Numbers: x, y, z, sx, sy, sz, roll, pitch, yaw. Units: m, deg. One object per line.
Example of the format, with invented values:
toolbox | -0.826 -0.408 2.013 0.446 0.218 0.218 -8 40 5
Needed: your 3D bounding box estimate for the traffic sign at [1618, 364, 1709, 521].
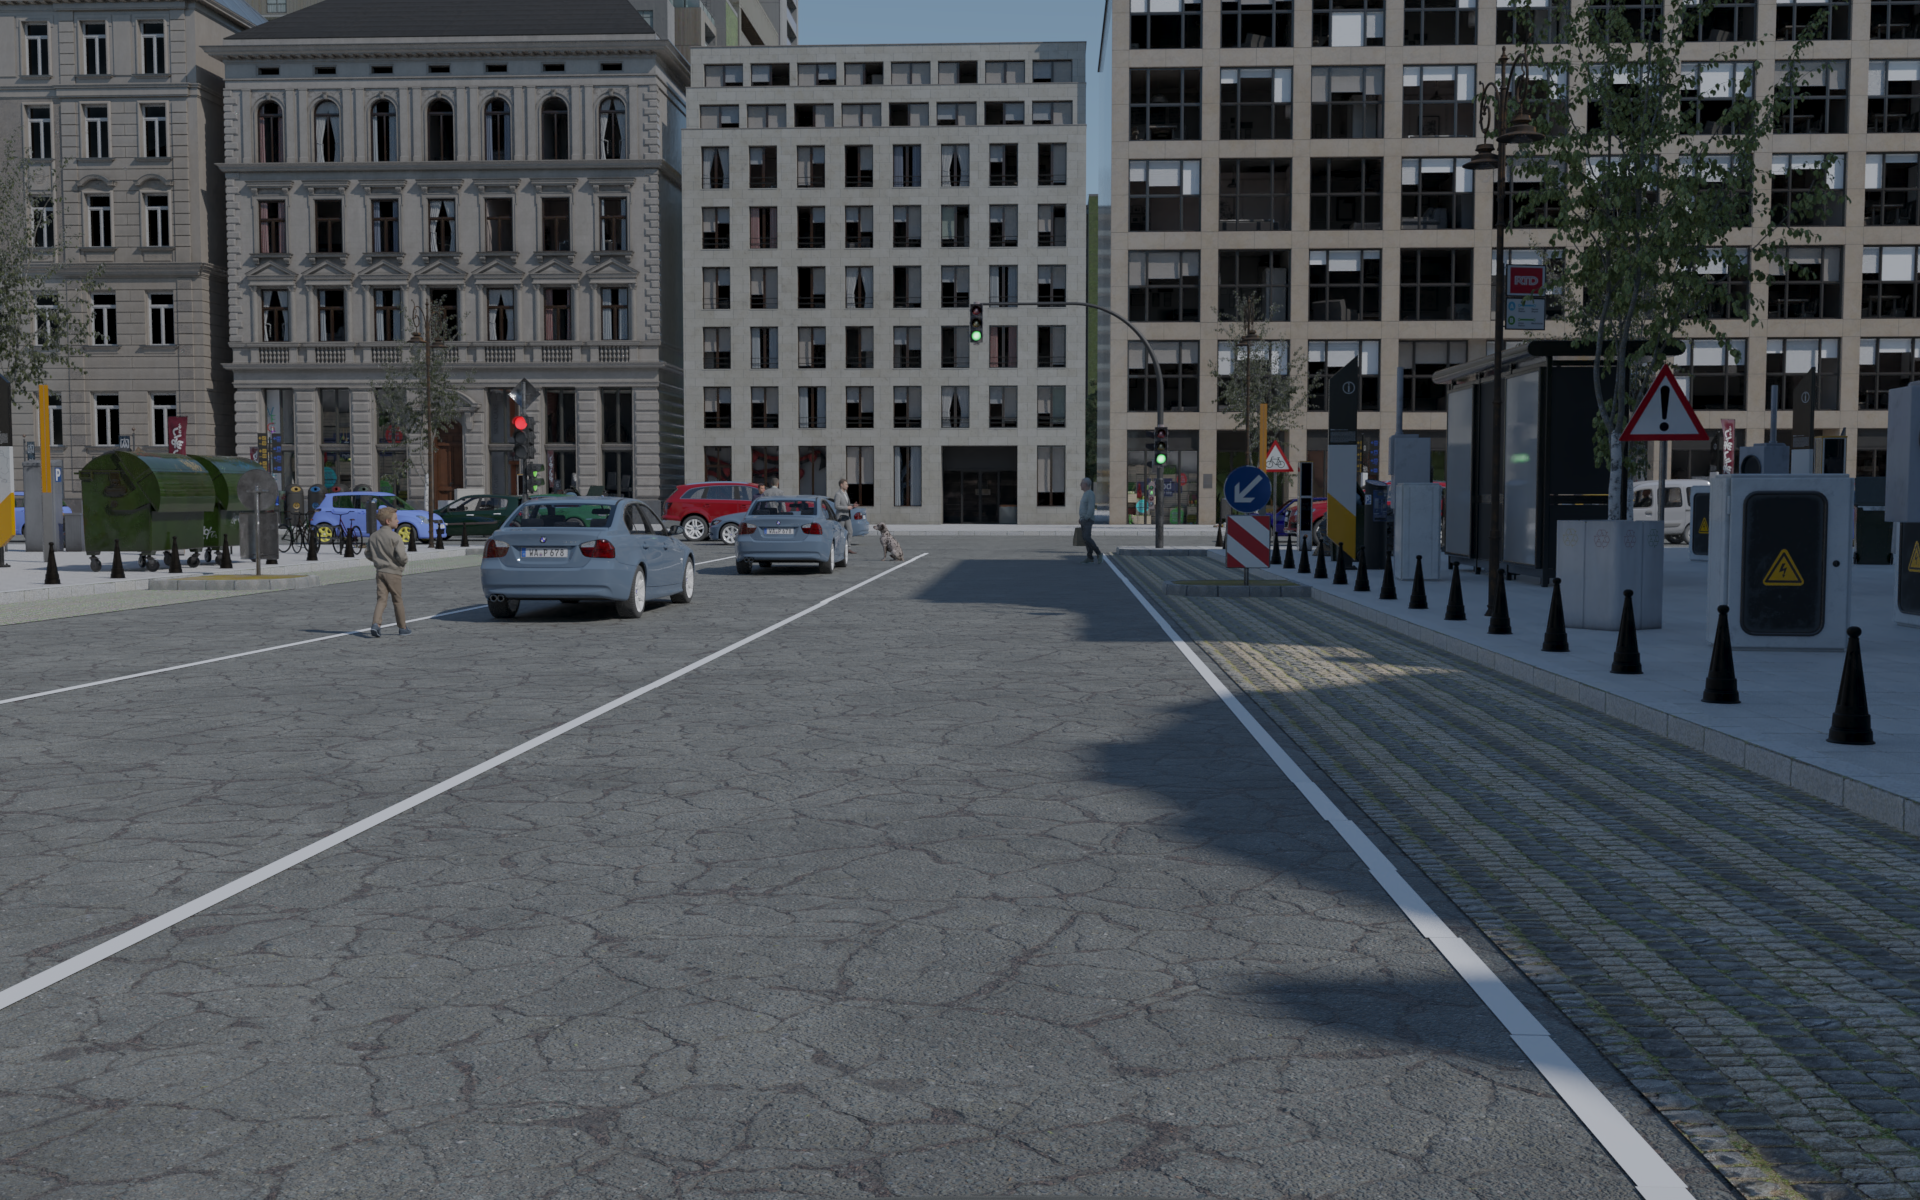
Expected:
traffic sign | 7.046 -1.064 17.397 0.884 2.594 0.081 0 4 4

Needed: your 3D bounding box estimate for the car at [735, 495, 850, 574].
car | -3.113 -1.249 32.419 2.014 1.417 4.499 0 4 2

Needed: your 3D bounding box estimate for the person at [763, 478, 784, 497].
person | -4.424 -1.982 41.027 0.709 1.813 0.853 1 4 9

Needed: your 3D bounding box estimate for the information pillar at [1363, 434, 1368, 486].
information pillar | 15.738 -4.654 67.451 0.183 3.616 0.504 2 4 34

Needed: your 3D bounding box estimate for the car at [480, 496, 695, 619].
car | -4.480 -0.567 21.267 2.014 1.417 4.499 0 4 3

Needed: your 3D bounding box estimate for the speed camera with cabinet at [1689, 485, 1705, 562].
speed camera with cabinet | 14.460 -2.315 32.188 0.660 3.252 2.038 -1 4 -14

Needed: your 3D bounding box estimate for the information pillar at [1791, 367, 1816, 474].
information pillar | 15.635 -2.494 32.138 0.183 3.616 0.504 -1 4 -14

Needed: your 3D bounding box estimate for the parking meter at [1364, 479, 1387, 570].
parking meter | 7.074 -1.288 29.475 0.372 1.533 0.369 0 3 0

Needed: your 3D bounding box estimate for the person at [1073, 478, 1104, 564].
person | 2.645 -1.636 35.727 0.515 1.767 0.782 -1 4 -12

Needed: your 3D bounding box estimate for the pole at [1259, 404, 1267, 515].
pole | 6.860 -2.776 39.238 0.158 3.312 0.155 0 3 0

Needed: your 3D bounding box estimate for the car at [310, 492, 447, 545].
car | -16.693 -2.460 49.812 3.694 1.707 1.945 0 4 4

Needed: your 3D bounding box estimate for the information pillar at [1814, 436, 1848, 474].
information pillar | 11.042 -1.072 22.019 0.304 2.012 0.304 1 4 10

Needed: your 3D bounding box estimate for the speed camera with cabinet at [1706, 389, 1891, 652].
speed camera with cabinet | 7.287 -1.213 14.163 2.038 3.252 0.660 1 4 10

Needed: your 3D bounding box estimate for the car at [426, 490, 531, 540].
car | -14.955 -2.665 53.355 4.222 1.686 2.009 0 4 2

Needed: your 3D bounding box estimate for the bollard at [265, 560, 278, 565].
bollard | -12.556 -0.950 31.581 0.229 0.601 0.229 0 3 0

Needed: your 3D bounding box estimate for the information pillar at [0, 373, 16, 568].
information pillar | -16.738 -2.374 30.167 0.504 3.616 0.183 1 4 11

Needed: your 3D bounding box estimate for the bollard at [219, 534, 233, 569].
bollard | -12.647 -0.844 29.837 0.229 0.601 0.229 0 3 0

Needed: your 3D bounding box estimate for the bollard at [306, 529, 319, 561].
bollard | -12.469 -1.057 33.317 0.229 0.601 0.229 0 3 0

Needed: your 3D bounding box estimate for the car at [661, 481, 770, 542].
car | -6.465 -2.710 52.974 5.304 1.827 2.281 0 4 1

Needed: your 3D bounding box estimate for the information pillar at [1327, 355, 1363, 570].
information pillar | 6.464 -2.316 29.227 0.504 3.616 0.183 0 4 5

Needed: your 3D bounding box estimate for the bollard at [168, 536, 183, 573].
bollard | -12.736 -0.738 28.102 0.229 0.601 0.229 0 3 0

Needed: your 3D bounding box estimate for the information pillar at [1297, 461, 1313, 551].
information pillar | 7.754 -2.106 38.931 0.304 2.012 0.304 0 4 1

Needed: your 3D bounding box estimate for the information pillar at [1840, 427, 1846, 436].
information pillar | 30.764 -4.226 60.457 0.183 3.616 0.504 3 5 43

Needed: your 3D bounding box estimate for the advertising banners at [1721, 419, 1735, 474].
advertising banners | 18.497 -2.722 40.692 2.074 3.025 0.090 -2 4 -30

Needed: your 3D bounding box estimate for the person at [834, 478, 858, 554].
person | -2.713 -1.995 41.326 0.583 1.804 0.606 1 4 17

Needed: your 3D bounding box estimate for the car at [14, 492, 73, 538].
car | -28.610 -2.591 51.959 3.694 1.707 1.945 0 4 3

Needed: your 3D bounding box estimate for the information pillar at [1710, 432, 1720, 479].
information pillar | 28.381 -4.514 65.163 0.183 3.616 0.504 0 4 -7

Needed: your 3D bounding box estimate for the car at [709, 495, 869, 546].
car | -4.815 -2.253 48.847 4.499 1.417 2.014 0 4 4

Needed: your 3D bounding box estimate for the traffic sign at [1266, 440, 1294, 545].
traffic sign | 7.604 -2.558 41.829 0.884 2.594 0.081 0 4 7

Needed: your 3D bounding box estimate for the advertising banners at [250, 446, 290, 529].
advertising banners | -25.191 -4.097 63.180 2.074 3.025 0.090 2 4 30

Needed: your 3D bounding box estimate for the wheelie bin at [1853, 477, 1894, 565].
wheelie bin | 16.651 -1.451 31.636 0.980 1.594 0.693 1 4 23

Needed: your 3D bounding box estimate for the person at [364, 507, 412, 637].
person | -5.763 -0.284 17.411 0.475 1.303 0.640 0 4 7

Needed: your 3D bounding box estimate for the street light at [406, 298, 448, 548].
street light | -12.592 -4.177 41.087 0.468 5.910 1.993 0 4 3

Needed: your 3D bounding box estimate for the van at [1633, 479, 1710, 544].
van | 19.414 -2.607 49.640 4.112 2.044 2.013 0 4 3

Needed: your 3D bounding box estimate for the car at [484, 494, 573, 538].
car | -13.963 -2.799 57.556 4.920 1.459 2.131 0 4 2

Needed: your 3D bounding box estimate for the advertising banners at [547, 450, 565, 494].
advertising banners | -15.698 -4.393 68.019 0.090 3.025 2.074 -3 5 -40

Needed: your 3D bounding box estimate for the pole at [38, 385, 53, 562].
pole | -17.132 -2.362 32.456 0.158 3.312 0.155 0 3 0

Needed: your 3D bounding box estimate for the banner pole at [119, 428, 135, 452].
banner pole | -31.339 -4.608 65.353 0.863 3.779 0.401 1 4 12

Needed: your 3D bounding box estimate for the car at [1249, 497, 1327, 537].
car | 10.121 -2.385 51.575 3.894 1.354 1.945 0 4 5

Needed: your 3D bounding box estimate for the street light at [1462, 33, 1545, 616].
street light | 5.608 -2.767 18.037 0.468 5.910 1.993 0 4 3

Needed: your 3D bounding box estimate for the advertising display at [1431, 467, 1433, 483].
advertising display | 10.330 -2.078 39.181 0.123 1.923 0.974 -2 4 -24

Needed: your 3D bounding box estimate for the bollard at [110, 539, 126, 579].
bollard | -12.826 -0.631 26.358 0.229 0.601 0.229 0 3 0

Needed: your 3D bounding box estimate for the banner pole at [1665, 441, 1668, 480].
banner pole | 28.160 -4.841 69.168 0.401 3.779 0.863 1 4 14

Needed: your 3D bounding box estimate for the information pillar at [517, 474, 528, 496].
information pillar | -16.282 -3.671 64.520 0.304 2.012 0.304 1 4 8

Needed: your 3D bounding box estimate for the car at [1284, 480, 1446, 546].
car | 11.540 -2.365 47.334 5.304 1.827 2.281 0 4 3

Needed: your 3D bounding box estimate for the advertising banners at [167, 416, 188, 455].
advertising banners | -18.260 -2.620 39.032 2.074 3.025 0.090 1 4 14

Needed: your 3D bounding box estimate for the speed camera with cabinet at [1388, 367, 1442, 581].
speed camera with cabinet | 6.926 -1.957 26.338 0.660 3.252 2.038 1 4 9

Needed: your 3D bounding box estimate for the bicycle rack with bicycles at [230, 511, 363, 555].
bicycle rack with bicycles | -14.239 -1.432 36.795 2.852 0.926 2.925 -2 4 -35

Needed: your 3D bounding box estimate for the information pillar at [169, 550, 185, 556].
information pillar | -16.304 -1.926 35.987 0.304 2.012 0.304 -2 4 -28

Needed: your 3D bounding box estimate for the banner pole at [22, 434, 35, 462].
banner pole | -39.032 -5.053 72.632 0.863 3.779 0.401 2 4 24

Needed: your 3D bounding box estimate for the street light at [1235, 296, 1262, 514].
street light | 6.737 -4.145 40.560 0.468 5.910 1.993 0 4 3

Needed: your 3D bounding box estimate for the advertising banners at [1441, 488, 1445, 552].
advertising banners | 10.962 -2.528 37.514 0.090 3.025 2.074 -1 4 -15

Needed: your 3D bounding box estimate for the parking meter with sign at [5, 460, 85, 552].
parking meter with sign | -20.361 -2.580 38.444 1.738 3.016 0.543 0 4 -5

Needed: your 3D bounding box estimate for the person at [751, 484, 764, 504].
person | -5.276 -2.234 45.947 0.541 1.710 0.530 0 4 7

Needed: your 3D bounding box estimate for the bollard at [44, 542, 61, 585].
bollard | -12.911 -0.525 24.622 0.229 0.601 0.229 0 3 0
